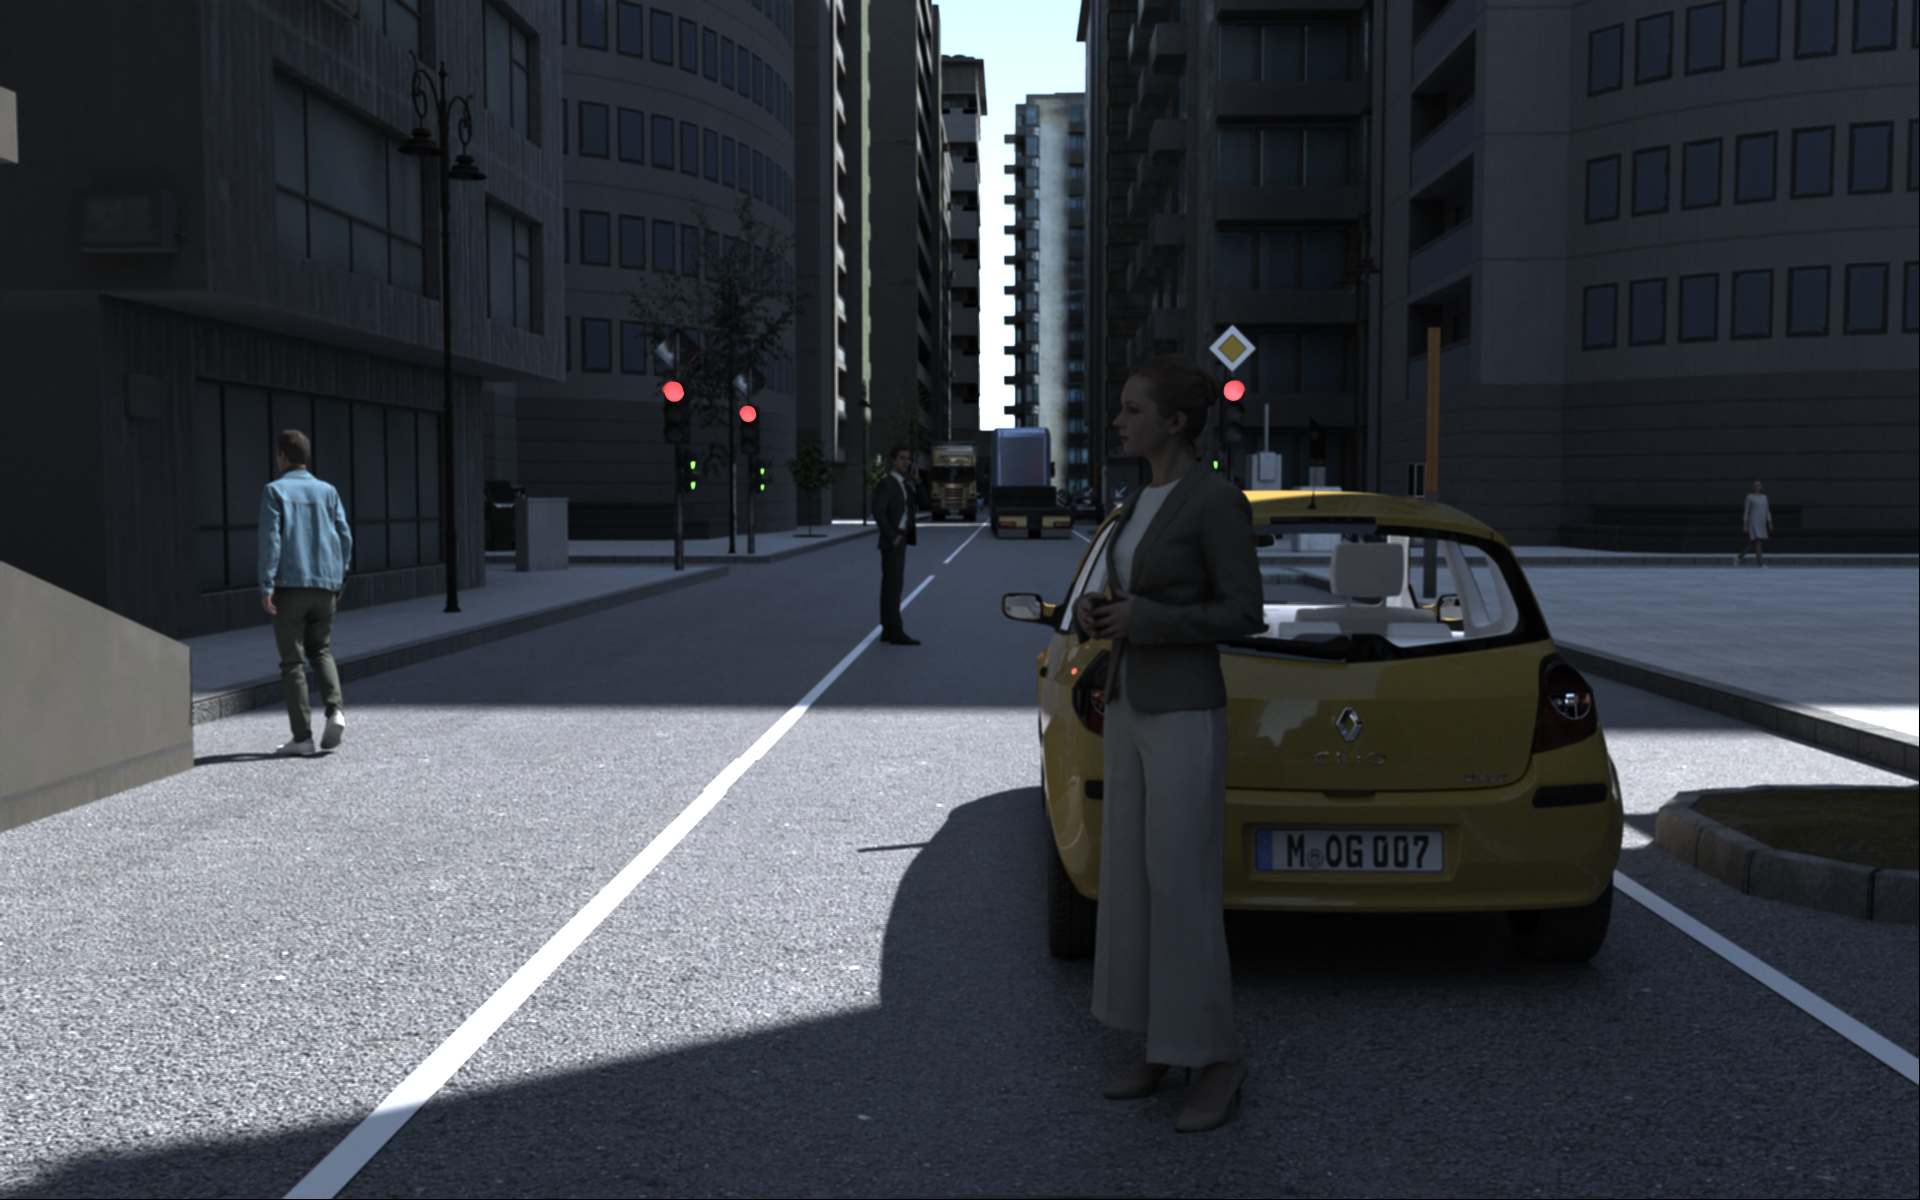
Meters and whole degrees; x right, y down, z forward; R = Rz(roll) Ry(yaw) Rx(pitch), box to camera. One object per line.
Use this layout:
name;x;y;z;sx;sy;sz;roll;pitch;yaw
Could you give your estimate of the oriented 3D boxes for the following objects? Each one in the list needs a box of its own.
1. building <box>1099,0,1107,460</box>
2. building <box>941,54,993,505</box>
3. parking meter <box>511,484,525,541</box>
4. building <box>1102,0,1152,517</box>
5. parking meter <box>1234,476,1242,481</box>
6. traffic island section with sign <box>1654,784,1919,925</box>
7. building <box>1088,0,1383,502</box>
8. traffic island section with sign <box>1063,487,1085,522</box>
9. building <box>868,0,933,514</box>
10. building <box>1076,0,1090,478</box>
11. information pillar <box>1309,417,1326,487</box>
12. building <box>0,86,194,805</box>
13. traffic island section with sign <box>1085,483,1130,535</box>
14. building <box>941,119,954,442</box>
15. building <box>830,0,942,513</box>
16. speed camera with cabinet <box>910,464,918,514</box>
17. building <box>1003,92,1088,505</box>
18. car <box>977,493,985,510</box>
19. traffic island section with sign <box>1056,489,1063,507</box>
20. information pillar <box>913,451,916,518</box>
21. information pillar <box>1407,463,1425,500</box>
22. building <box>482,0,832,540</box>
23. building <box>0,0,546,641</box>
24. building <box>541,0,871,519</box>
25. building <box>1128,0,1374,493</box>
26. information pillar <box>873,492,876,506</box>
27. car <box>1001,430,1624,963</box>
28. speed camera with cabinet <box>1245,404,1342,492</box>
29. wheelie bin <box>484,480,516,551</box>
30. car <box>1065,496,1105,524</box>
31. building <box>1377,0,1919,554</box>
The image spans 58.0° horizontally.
building;17.266;-28.973;123.822;14.600;45.320;14.200;0;4;2
building;-8.439;-37.940;209.559;27.495;52.752;28.713;0;4;2
parking meter;-11.073;-2.136;43.327;0.372;1.533;0.369;0;3;0
building;15.367;-20.210;102.135;14.160;30.474;14.107;0;4;2
parking meter;9.009;-3.117;56.675;0.255;1.863;0.399;3;5;45
traffic island section with sign;3.818;0.126;6.568;1.989;1.847;2.006;0;4;2
building;21.336;-36.865;144.750;21.231;58.520;28.212;0;4;2
traffic island section with sign;6.435;-4.899;88.725;1.989;1.847;2.006;0;4;2
building;-13.101;-30.518;122.665;21.300;48.544;21.600;0;4;2
building;26.333;-35.702;172.972;28.713;52.752;27.495;0;4;2
information pillar;10.834;-3.743;52.556;0.504;3.616;0.183;2;4;23
building;-20.325;-18.931;1.409;32.217;40.220;23.993;0;4;2
traffic island section with sign;5.577;-3.251;61.783;1.989;1.847;2.006;0;4;2
building;-12.755;-29.393;172.454;23.993;40.220;32.217;0;4;2
building;-8.786;-27.950;140.570;14.154;41.232;14.086;0;4;2
speed camera with cabinet;-3.536;-7.196;111.992;2.038;3.252;0.660;-1;4;-14
building;20.437;-35.869;206.071;30.456;49.044;23.786;0;4;2
car;1.209;-8.768;152.941;1.945;1.707;3.694;0;4;1
traffic island section with sign;8.916;-9.676;166.829;1.989;1.847;2.006;0;4;2
information pillar;-2.514;-6.281;94.057;0.183;3.616;0.504;0;4;3
information pillar;10.938;-2.266;41.549;0.304;2.012;0.304;-1;4;-22
building;-16.388;-31.587;58.448;21.231;58.520;28.212;0;4;2
building;-12.644;-20.560;19.748;14.086;41.232;14.154;0;4;2
building;-12.147;-24.731;87.950;14.154;41.232;14.086;0;4;2
building;18.590;-27.622;71.226;23.786;49.044;30.456;0;4;2
information pillar;-4.380;-5.285;90.902;0.304;2.012;0.304;-1;4;-19
car;1.161;0.212;6.751;2.015;1.641;3.980;0;4;2
speed camera with cabinet;7.379;-2.691;38.326;2.038;3.252;0.660;0;4;-7
wheelie bin;-10.442;-1.898;38.937;0.693;1.594;0.980;3;5;44
car;6.032;-4.321;83.232;1.945;1.354;3.894;0;4;1
building;26.833;-30.749;44.753;28.212;58.520;21.231;0;4;2
